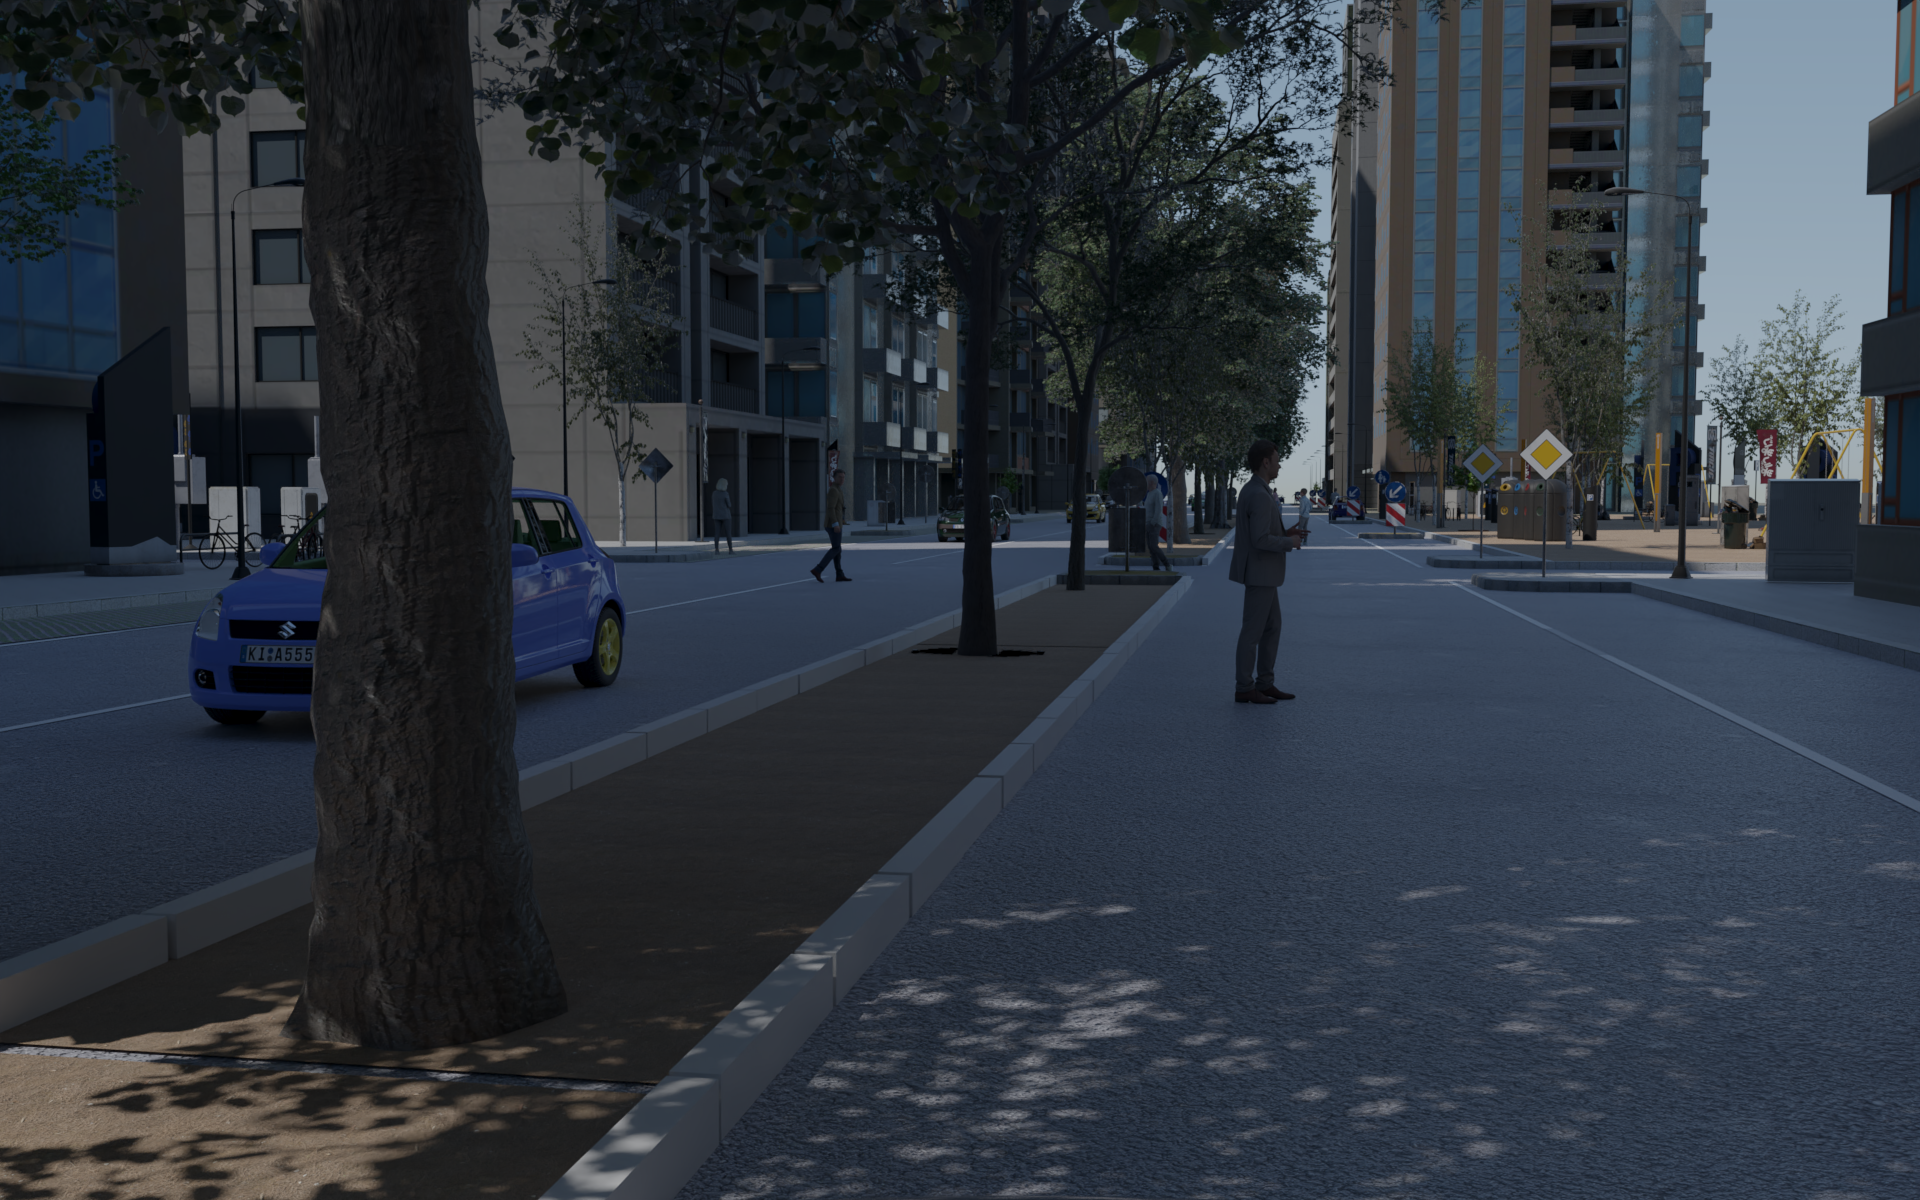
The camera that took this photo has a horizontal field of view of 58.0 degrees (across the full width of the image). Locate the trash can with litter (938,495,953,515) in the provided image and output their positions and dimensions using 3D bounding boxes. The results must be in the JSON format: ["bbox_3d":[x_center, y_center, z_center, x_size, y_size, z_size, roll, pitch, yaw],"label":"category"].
[{"bbox_3d":[-0.657,-5.958,108.475,1.678,1.210,2.233,-2,4,-24],"label":"trash can with litter"}]

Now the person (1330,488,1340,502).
[{"bbox_3d":[22.873,-5.916,105.431,0.606,1.804,0.583,2,4,29],"label":"person"}]

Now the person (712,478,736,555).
[{"bbox_3d":[-5.582,-1.961,40.754,0.537,1.800,0.526,3,4,38],"label":"person"}]

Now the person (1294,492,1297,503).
[{"bbox_3d":[50.826,-15.517,262.217,1.348,1.822,0.705,-1,4,-14],"label":"person"}]

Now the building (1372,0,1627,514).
[{"bbox_3d":[35.167,-28.426,114.882,14.600,45.320,14.200,1,4,10],"label":"building"}]

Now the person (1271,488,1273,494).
[{"bbox_3d":[14.739,-4.446,82.202,0.522,1.701,0.512,0,4,-8],"label":"person"}]

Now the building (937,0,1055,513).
[{"bbox_3d":[-4.907,-28.932,127.660,22.147,44.769,28.867,1,4,10],"label":"building"}]

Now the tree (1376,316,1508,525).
[{"bbox_3d":[19.291,-7.356,70.634,4.737,8.622,4.395,0,3,0],"label":"tree"}]

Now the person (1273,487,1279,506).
[{"bbox_3d":[18.278,-5.611,100.250,0.388,1.821,0.555,2,4,32],"label":"person"}]

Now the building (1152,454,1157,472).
[{"bbox_3d":[22.129,-37.231,258.833,14.600,45.320,14.200,1,4,10],"label":"building"}]

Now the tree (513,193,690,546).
[{"bbox_3d":[-8.397,-5.606,42.013,4.360,8.622,3.978,0,3,0],"label":"tree"}]

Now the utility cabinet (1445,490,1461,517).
[{"bbox_3d":[26.882,-5.262,94.708,0.318,1.500,1.173,-2,4,-25],"label":"utility cabinet"}]

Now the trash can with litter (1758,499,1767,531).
[{"bbox_3d":[28.684,-2.999,60.086,2.233,1.210,1.678,0,4,3],"label":"trash can with litter"}]

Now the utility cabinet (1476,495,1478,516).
[{"bbox_3d":[30.982,-5.642,103.405,0.306,1.237,1.020,1,4,11],"label":"utility cabinet"}]

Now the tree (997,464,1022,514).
[{"bbox_3d":[3.254,-7.059,110.022,1.663,3.219,1.824,0,3,0],"label":"tree"}]

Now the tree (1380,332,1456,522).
[{"bbox_3d":[20.840,-7.803,77.941,4.360,8.622,3.978,0,3,0],"label":"tree"}]

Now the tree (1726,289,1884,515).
[{"bbox_3d":[30.783,-6.887,62.970,4.737,8.622,4.395,0,3,0],"label":"tree"}]

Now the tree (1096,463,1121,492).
[{"bbox_3d":[17.205,-12.430,186.939,4.285,4.588,4.351,0,3,0],"label":"tree"}]

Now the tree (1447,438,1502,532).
[{"bbox_3d":[17.498,-3.963,59.402,1.663,3.219,1.824,0,3,0],"label":"tree"}]

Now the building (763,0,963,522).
[{"bbox_3d":[-13.011,-28.809,90.641,23.786,49.044,30.456,1,4,10],"label":"building"}]

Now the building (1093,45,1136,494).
[{"bbox_3d":[6.766,-38.014,210.762,28.713,52.752,27.495,1,4,10],"label":"building"}]

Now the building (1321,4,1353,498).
[{"bbox_3d":[63.751,-49.754,251.721,20.563,71.187,20.611,1,4,10],"label":"building"}]

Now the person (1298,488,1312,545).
[{"bbox_3d":[9.662,-2.347,48.688,0.589,1.601,0.330,-3,5,-41],"label":"person"}]

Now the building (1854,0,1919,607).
[{"bbox_3d":[22.382,-9.761,4.631,27.650,21.520,28.899,1,4,10],"label":"building"}]

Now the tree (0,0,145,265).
[{"bbox_3d":[-12.228,-5.637,17.913,9.928,11.665,9.643,0,3,0],"label":"tree"}]

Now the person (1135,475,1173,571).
[{"bbox_3d":[3.352,-1.281,29.933,0.515,1.767,0.782,-1,4,-13],"label":"person"}]

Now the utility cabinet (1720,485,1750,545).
[{"bbox_3d":[19.008,-2.071,42.535,0.318,1.500,1.173,0,4,7],"label":"utility cabinet"}]

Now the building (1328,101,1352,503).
[{"bbox_3d":[54.613,-35.439,203.128,21.300,48.544,21.600,1,4,10],"label":"building"}]

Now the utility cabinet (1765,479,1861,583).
[{"bbox_3d":[12.283,-0.996,24.957,1.173,1.500,0.318,1,4,18],"label":"utility cabinet"}]

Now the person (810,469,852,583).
[{"bbox_3d":[-2.056,-1.207,28.138,0.836,1.842,0.656,-3,4,-37],"label":"person"}]

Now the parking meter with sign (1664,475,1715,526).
[{"bbox_3d":[29.289,-4.486,69.607,1.738,3.016,0.543,1,4,13],"label":"parking meter with sign"}]

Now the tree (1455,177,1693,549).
[{"bbox_3d":[14.361,-5.496,40.227,4.360,8.622,3.978,0,3,0],"label":"tree"}]

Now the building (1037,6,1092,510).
[{"bbox_3d":[0.971,-43.586,150.891,20.563,71.187,20.611,1,4,10],"label":"building"}]

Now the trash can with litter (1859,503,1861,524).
[{"bbox_3d":[27.403,-2.554,53.147,1.055,1.170,0.624,-3,5,-40],"label":"trash can with litter"}]

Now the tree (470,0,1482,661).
[{"bbox_3d":[0.152,-6.258,15.138,12.009,13.543,11.850,0,3,0],"label":"tree"}]

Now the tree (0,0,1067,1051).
[{"bbox_3d":[-1.444,-5.817,4.222,9.857,13.997,8.962,0,3,0],"label":"tree"}]

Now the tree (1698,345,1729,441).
[{"bbox_3d":[36.468,-7.956,80.441,4.737,8.622,4.395,0,3,0],"label":"tree"}]

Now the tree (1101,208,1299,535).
[{"bbox_3d":[8.360,-8.127,61.087,9.928,11.665,9.643,0,3,0],"label":"tree"}]

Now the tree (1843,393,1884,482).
[{"bbox_3d":[45.797,-8.229,84.899,4.360,8.622,3.978,0,3,0],"label":"tree"}]

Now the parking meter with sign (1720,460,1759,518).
[{"bbox_3d":[40.267,-5.704,89.513,1.738,3.016,0.543,3,5,43],"label":"parking meter with sign"}]

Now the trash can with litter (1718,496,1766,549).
[{"bbox_3d":[18.309,-1.775,40.405,1.055,1.170,0.624,0,4,3],"label":"trash can with litter"}]

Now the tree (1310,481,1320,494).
[{"bbox_3d":[49.065,-14.952,239.065,1.663,3.219,1.824,0,3,0],"label":"tree"}]

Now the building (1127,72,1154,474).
[{"bbox_3d":[15.066,-42.570,238.024,21.231,58.520,28.212,1,4,10],"label":"building"}]

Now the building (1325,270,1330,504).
[{"bbox_3d":[53.967,-27.535,221.895,14.160,30.474,14.107,1,4,10],"label":"building"}]

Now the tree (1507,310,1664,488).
[{"bbox_3d":[25.119,-7.218,68.379,4.737,8.622,4.395,0,3,0],"label":"tree"}]

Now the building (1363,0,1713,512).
[{"bbox_3d":[44.498,-31.568,135.748,23.786,49.044,30.456,1,4,10],"label":"building"}]

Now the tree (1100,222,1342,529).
[{"bbox_3d":[10.706,-9.267,70.980,9.611,12.733,9.660,0,3,0],"label":"tree"}]

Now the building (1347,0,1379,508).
[{"bbox_3d":[48.005,-38.115,165.181,21.231,58.520,28.212,1,4,10],"label":"building"}]

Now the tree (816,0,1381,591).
[{"bbox_3d":[1.631,-5.391,25.007,8.767,10.594,7.601,1,4,10],"label":"tree"}]

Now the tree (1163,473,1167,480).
[{"bbox_3d":[31.562,-17.490,269.679,4.285,4.588,4.351,0,3,0],"label":"tree"}]

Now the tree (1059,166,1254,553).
[{"bbox_3d":[4.170,-5.149,36.998,4.360,8.622,3.978,0,3,0],"label":"tree"}]

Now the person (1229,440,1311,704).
[{"bbox_3d":[2.145,-0.194,11.877,0.583,1.804,0.606,0,4,-2],"label":"person"}]

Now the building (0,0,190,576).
[{"bbox_3d":[-21.987,-22.883,24.251,14.200,45.320,14.600,1,4,10],"label":"building"}]

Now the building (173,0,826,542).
[{"bbox_3d":[-15.588,-37.809,56.427,20.563,71.187,20.611,1,4,10],"label":"building"}]

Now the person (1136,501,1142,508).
[{"bbox_3d":[10.675,-5.744,102.637,0.478,1.798,0.641,-2,4,-27],"label":"person"}]

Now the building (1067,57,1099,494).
[{"bbox_3d":[6.003,-31.702,168.433,14.600,45.320,14.200,1,4,10],"label":"building"}]
